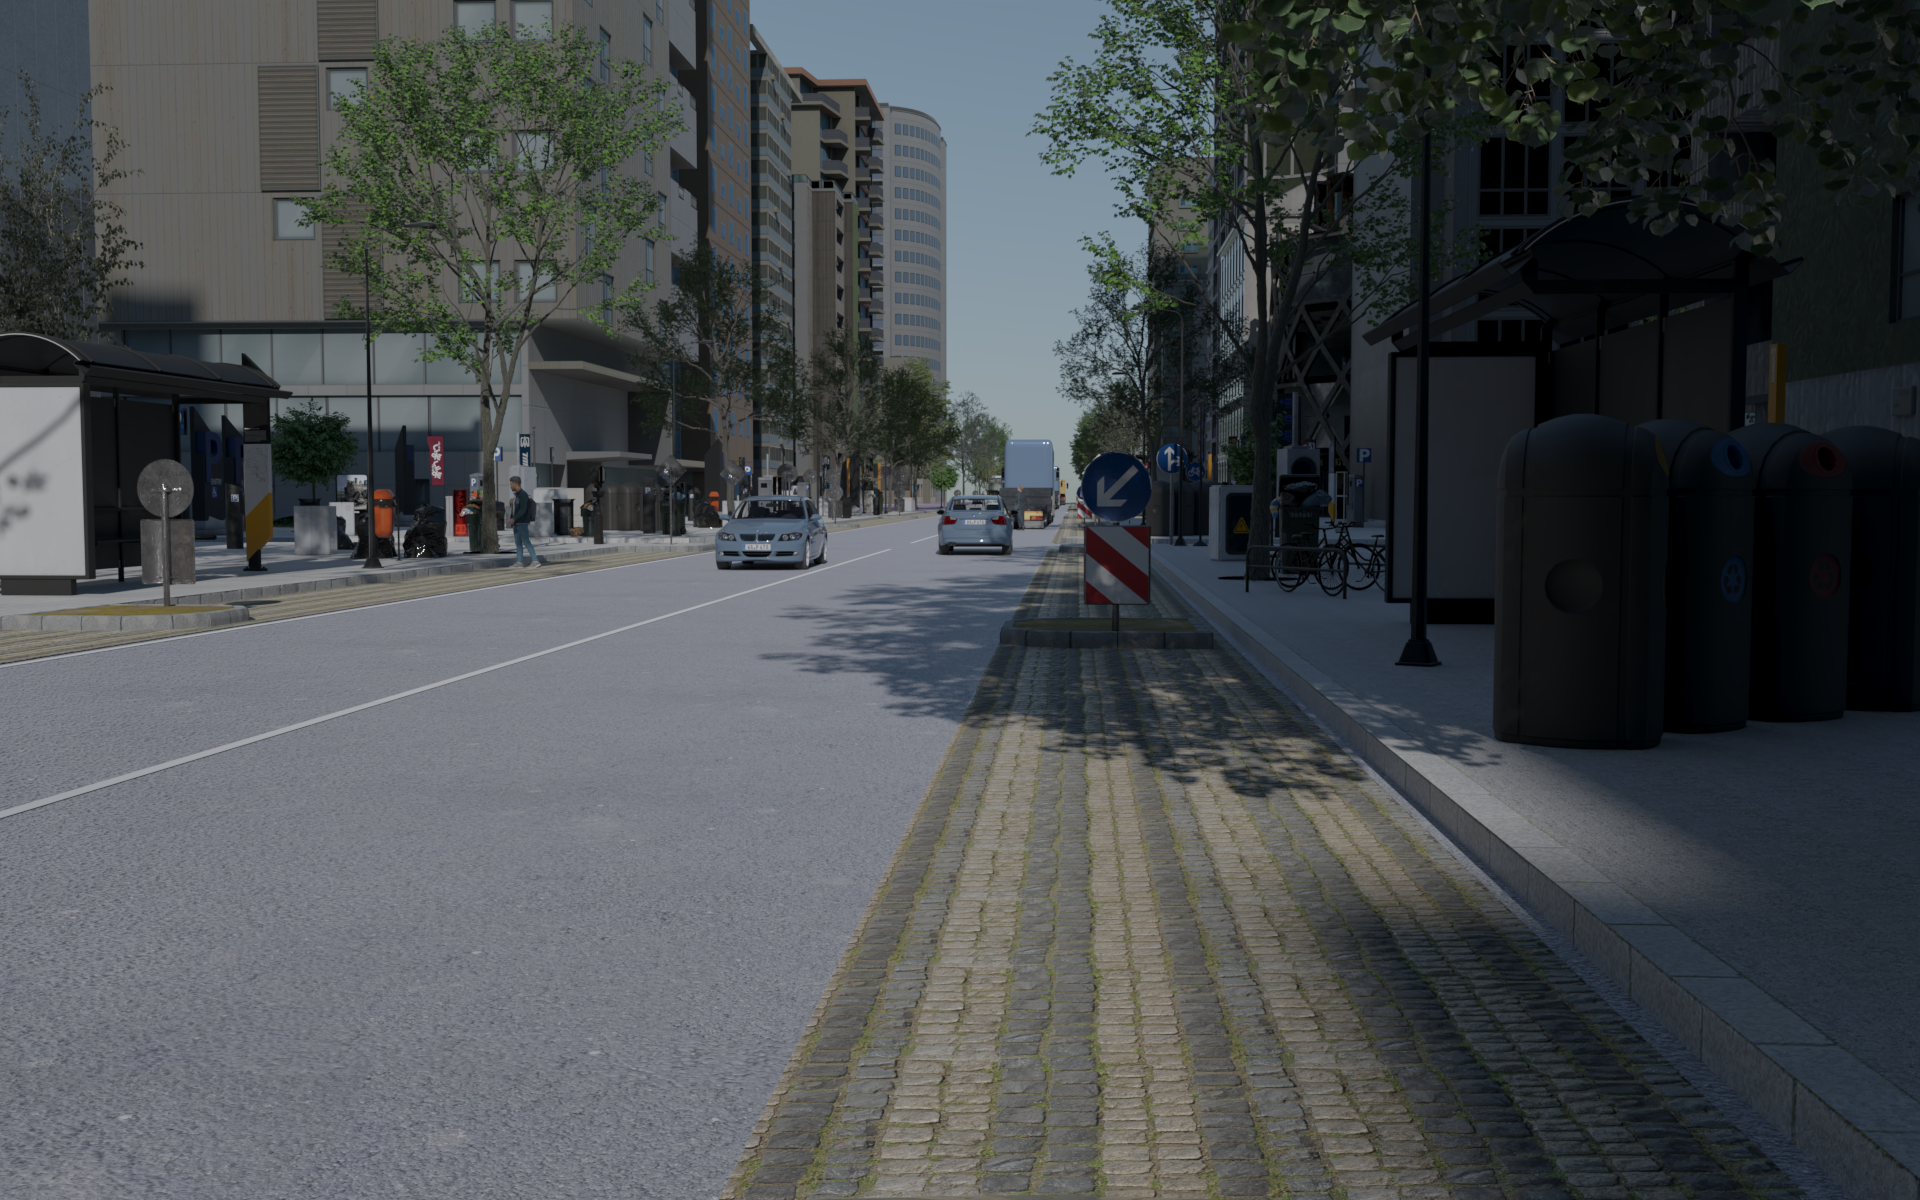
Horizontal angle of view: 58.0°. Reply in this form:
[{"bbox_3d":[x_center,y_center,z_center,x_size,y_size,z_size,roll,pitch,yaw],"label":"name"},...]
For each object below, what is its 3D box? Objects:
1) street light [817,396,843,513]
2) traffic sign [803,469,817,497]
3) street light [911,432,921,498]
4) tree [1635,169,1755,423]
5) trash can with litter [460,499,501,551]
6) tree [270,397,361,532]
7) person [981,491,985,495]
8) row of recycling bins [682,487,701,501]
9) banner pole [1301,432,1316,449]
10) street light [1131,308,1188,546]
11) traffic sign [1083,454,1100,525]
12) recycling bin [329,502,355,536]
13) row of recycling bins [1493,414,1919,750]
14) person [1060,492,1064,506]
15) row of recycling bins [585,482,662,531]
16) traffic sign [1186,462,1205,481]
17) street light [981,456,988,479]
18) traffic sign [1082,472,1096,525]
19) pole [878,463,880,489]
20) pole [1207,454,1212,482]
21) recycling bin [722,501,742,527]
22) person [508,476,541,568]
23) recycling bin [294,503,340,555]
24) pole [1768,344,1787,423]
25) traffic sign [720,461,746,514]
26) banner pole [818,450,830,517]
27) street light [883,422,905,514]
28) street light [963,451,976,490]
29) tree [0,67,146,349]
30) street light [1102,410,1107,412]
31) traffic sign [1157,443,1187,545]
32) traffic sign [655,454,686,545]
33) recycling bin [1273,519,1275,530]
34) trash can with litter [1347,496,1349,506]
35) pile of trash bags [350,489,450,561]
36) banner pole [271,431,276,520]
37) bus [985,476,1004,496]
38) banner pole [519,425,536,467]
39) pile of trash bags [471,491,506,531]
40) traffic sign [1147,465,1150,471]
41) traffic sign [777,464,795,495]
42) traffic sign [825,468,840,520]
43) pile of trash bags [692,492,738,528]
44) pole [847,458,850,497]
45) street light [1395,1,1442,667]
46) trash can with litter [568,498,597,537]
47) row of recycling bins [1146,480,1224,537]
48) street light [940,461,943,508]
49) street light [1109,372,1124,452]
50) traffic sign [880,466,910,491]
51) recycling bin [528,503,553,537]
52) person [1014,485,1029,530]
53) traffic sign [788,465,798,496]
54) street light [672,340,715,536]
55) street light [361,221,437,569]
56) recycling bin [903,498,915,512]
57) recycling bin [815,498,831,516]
[{"bbox_3d":[-6.216,-6.698,82.055,1.470,5.913,1.316,0,4,4],"label":"street light"},{"bbox_3d":[-7.624,-5.398,88.366,0.768,2.556,0.104,0,4,6],"label":"traffic sign"},{"bbox_3d":[-3.082,-9.533,128.412,1.470,5.913,1.316,0,4,4],"label":"street light"},{"bbox_3d":[16.414,-5.317,37.289,4.737,8.622,4.395,0,3,0],"label":"tree"},{"bbox_3d":[-10.746,-1.682,38.885,0.624,1.170,1.055,0,4,6],"label":"trash can with litter"},{"bbox_3d":[-21.970,-4.586,58.701,4.285,4.588,4.351,0,3,0],"label":"tree"},{"bbox_3d":[2.659,-11.097,190.392,0.568,1.767,0.683,2,4,31],"label":"person"},{"bbox_3d":[-17.273,-5.896,103.513,3.534,1.692,1.069,0,4,-5],"label":"row of recycling bins"},{"bbox_3d":[13.886,-4.866,69.583,0.863,3.779,0.401,1,4,16],"label":"banner pole"},{"bbox_3d":[4.916,-4.293,42.728,1.470,5.913,1.316,0,4,4],"label":"street light"},{"bbox_3d":[3.457,-2.412,43.076,0.795,2.450,0.064,0,4,4],"label":"traffic sign"},{"bbox_3d":[-18.882,-2.468,52.906,0.722,1.027,0.722,-1,4,-20],"label":"recycling bin"},{"bbox_3d":[4.306,-0.165,9.805,3.534,1.692,1.069,-2,4,-34],"label":"row of recycling bins"},{"bbox_3d":[11.974,-12.062,206.240,0.721,1.766,1.217,3,5,39],"label":"person"},{"bbox_3d":[-11.819,-3.282,60.774,3.534,1.692,1.069,2,4,35],"label":"row of recycling bins"},{"bbox_3d":[9.341,-4.197,68.732,0.768,2.556,0.104,1,4,13],"label":"traffic sign"},{"bbox_3d":[2.401,-14.587,211.043,1.470,5.913,1.316,0,4,4],"label":"street light"},{"bbox_3d":[3.989,-2.899,51.044,0.795,2.450,0.064,0,4,4],"label":"traffic sign"},{"bbox_3d":[-5.215,-7.222,111.917,0.158,3.312,0.155,0,3,0],"label":"pole"},{"bbox_3d":[12.759,-5.797,88.619,0.158,3.312,0.155,0,3,0],"label":"pole"},{"bbox_3d":[-8.355,-3.171,64.407,0.722,1.027,0.722,2,4,25],"label":"recycling bin"},{"bbox_3d":[-8.477,-1.503,33.414,0.721,1.781,0.623,-3,5,-40],"label":"person"},{"bbox_3d":[-13.609,-1.470,36.585,0.722,1.027,0.722,0,4,-7],"label":"recycling bin"},{"bbox_3d":[11.134,-1.824,23.661,0.158,3.312,0.155,0,3,0],"label":"pole"},{"bbox_3d":[-6.780,-2.944,51.780,0.795,2.450,0.064,0,4,4],"label":"traffic sign"},{"bbox_3d":[-7.973,-6.782,100.906,0.863,3.779,0.401,0,4,3],"label":"banner pole"},{"bbox_3d":[-4.259,-8.513,111.728,1.470,5.913,1.316,0,4,4],"label":"street light"},{"bbox_3d":[0.863,-13.185,188.115,1.470,5.913,1.316,0,4,4],"label":"street light"},{"bbox_3d":[-15.678,-4.823,29.223,4.360,8.622,3.978,0,3,0],"label":"tree"},{"bbox_3d":[8.472,-7.543,95.872,1.470,5.913,1.316,0,4,4],"label":"street light"},{"bbox_3d":[5.330,-2.659,43.583,0.768,2.556,0.104,1,4,9],"label":"traffic sign"},{"bbox_3d":[-7.312,-2.457,43.813,0.795,2.450,0.064,0,4,4],"label":"traffic sign"},{"bbox_3d":[11.193,-2.954,60.856,0.722,1.027,0.722,-1,4,-18],"label":"recycling bin"},{"bbox_3d":[20.019,-4.772,89.403,0.624,1.170,1.055,2,4,28],"label":"trash can with litter"},{"bbox_3d":[-11.282,-1.524,34.671,1.912,1.369,3.447,-1,4,-10],"label":"pile of trash bags"},{"bbox_3d":[-27.530,-4.833,69.029,0.401,3.779,0.863,2,4,27],"label":"banner pole"},{"bbox_3d":[4.010,-10.506,166.630,2.948,3.499,13.247,0,4,3],"label":"bus"},{"bbox_3d":[-15.743,-4.482,63.294,0.863,3.779,0.401,1,4,21],"label":"banner pole"},{"bbox_3d":[-16.677,-3.063,59.829,1.912,1.369,3.447,-1,4,-17],"label":"pile of trash bags"},{"bbox_3d":[8.537,-4.777,78.113,0.884,2.594,0.081,1,4,11],"label":"traffic sign"},{"bbox_3d":[-7.288,-4.425,72.451,0.768,2.556,0.104,1,4,9],"label":"traffic sign"},{"bbox_3d":[-6.292,-5.228,85.583,0.768,2.556,0.104,0,4,8],"label":"traffic sign"},{"bbox_3d":[-9.413,-3.502,67.010,1.912,1.369,3.447,-1,4,-14],"label":"pile of trash bags"},{"bbox_3d":[-6.353,-6.401,98.503,0.158,3.312,0.155,0,3,0],"label":"pole"},{"bbox_3d":[2.903,-2.467,12.876,1.470,5.913,1.316,0,4,4],"label":"street light"},{"bbox_3d":[-11.304,-2.481,51.952,1.055,1.170,0.624,2,4,25],"label":"trash can with litter"},{"bbox_3d":[7.064,-2.843,53.592,1.069,1.692,3.534,3,5,44],"label":"row of recycling bins"},{"bbox_3d":[-1.154,-11.348,158.087,1.470,5.913,1.316,0,4,4],"label":"street light"},{"bbox_3d":[6.457,-5.709,65.888,1.470,5.913,1.316,0,4,4],"label":"street light"},{"bbox_3d":[-4.765,-8.087,126.102,2.265,3.308,0.079,1,4,9],"label":"traffic sign"},{"bbox_3d":[-12.535,-2.392,51.669,0.722,1.027,0.722,-1,4,-12],"label":"recycling bin"},{"bbox_3d":[2.450,-3.631,68.291,0.534,1.772,0.576,2,4,30],"label":"person"},{"bbox_3d":[-7.456,-4.622,75.678,0.768,2.556,0.104,1,4,13],"label":"traffic sign"},{"bbox_3d":[-8.092,-4.883,52.376,1.470,5.913,1.316,0,4,4],"label":"street light"},{"bbox_3d":[-9.603,-3.496,29.693,1.470,5.913,1.316,0,4,4],"label":"street light"},{"bbox_3d":[-3.699,-6.860,124.711,0.722,1.027,0.722,1,4,22],"label":"recycling bin"},{"bbox_3d":[-7.883,-5.331,99.718,0.722,1.027,0.722,-2,4,-28],"label":"recycling bin"}]
